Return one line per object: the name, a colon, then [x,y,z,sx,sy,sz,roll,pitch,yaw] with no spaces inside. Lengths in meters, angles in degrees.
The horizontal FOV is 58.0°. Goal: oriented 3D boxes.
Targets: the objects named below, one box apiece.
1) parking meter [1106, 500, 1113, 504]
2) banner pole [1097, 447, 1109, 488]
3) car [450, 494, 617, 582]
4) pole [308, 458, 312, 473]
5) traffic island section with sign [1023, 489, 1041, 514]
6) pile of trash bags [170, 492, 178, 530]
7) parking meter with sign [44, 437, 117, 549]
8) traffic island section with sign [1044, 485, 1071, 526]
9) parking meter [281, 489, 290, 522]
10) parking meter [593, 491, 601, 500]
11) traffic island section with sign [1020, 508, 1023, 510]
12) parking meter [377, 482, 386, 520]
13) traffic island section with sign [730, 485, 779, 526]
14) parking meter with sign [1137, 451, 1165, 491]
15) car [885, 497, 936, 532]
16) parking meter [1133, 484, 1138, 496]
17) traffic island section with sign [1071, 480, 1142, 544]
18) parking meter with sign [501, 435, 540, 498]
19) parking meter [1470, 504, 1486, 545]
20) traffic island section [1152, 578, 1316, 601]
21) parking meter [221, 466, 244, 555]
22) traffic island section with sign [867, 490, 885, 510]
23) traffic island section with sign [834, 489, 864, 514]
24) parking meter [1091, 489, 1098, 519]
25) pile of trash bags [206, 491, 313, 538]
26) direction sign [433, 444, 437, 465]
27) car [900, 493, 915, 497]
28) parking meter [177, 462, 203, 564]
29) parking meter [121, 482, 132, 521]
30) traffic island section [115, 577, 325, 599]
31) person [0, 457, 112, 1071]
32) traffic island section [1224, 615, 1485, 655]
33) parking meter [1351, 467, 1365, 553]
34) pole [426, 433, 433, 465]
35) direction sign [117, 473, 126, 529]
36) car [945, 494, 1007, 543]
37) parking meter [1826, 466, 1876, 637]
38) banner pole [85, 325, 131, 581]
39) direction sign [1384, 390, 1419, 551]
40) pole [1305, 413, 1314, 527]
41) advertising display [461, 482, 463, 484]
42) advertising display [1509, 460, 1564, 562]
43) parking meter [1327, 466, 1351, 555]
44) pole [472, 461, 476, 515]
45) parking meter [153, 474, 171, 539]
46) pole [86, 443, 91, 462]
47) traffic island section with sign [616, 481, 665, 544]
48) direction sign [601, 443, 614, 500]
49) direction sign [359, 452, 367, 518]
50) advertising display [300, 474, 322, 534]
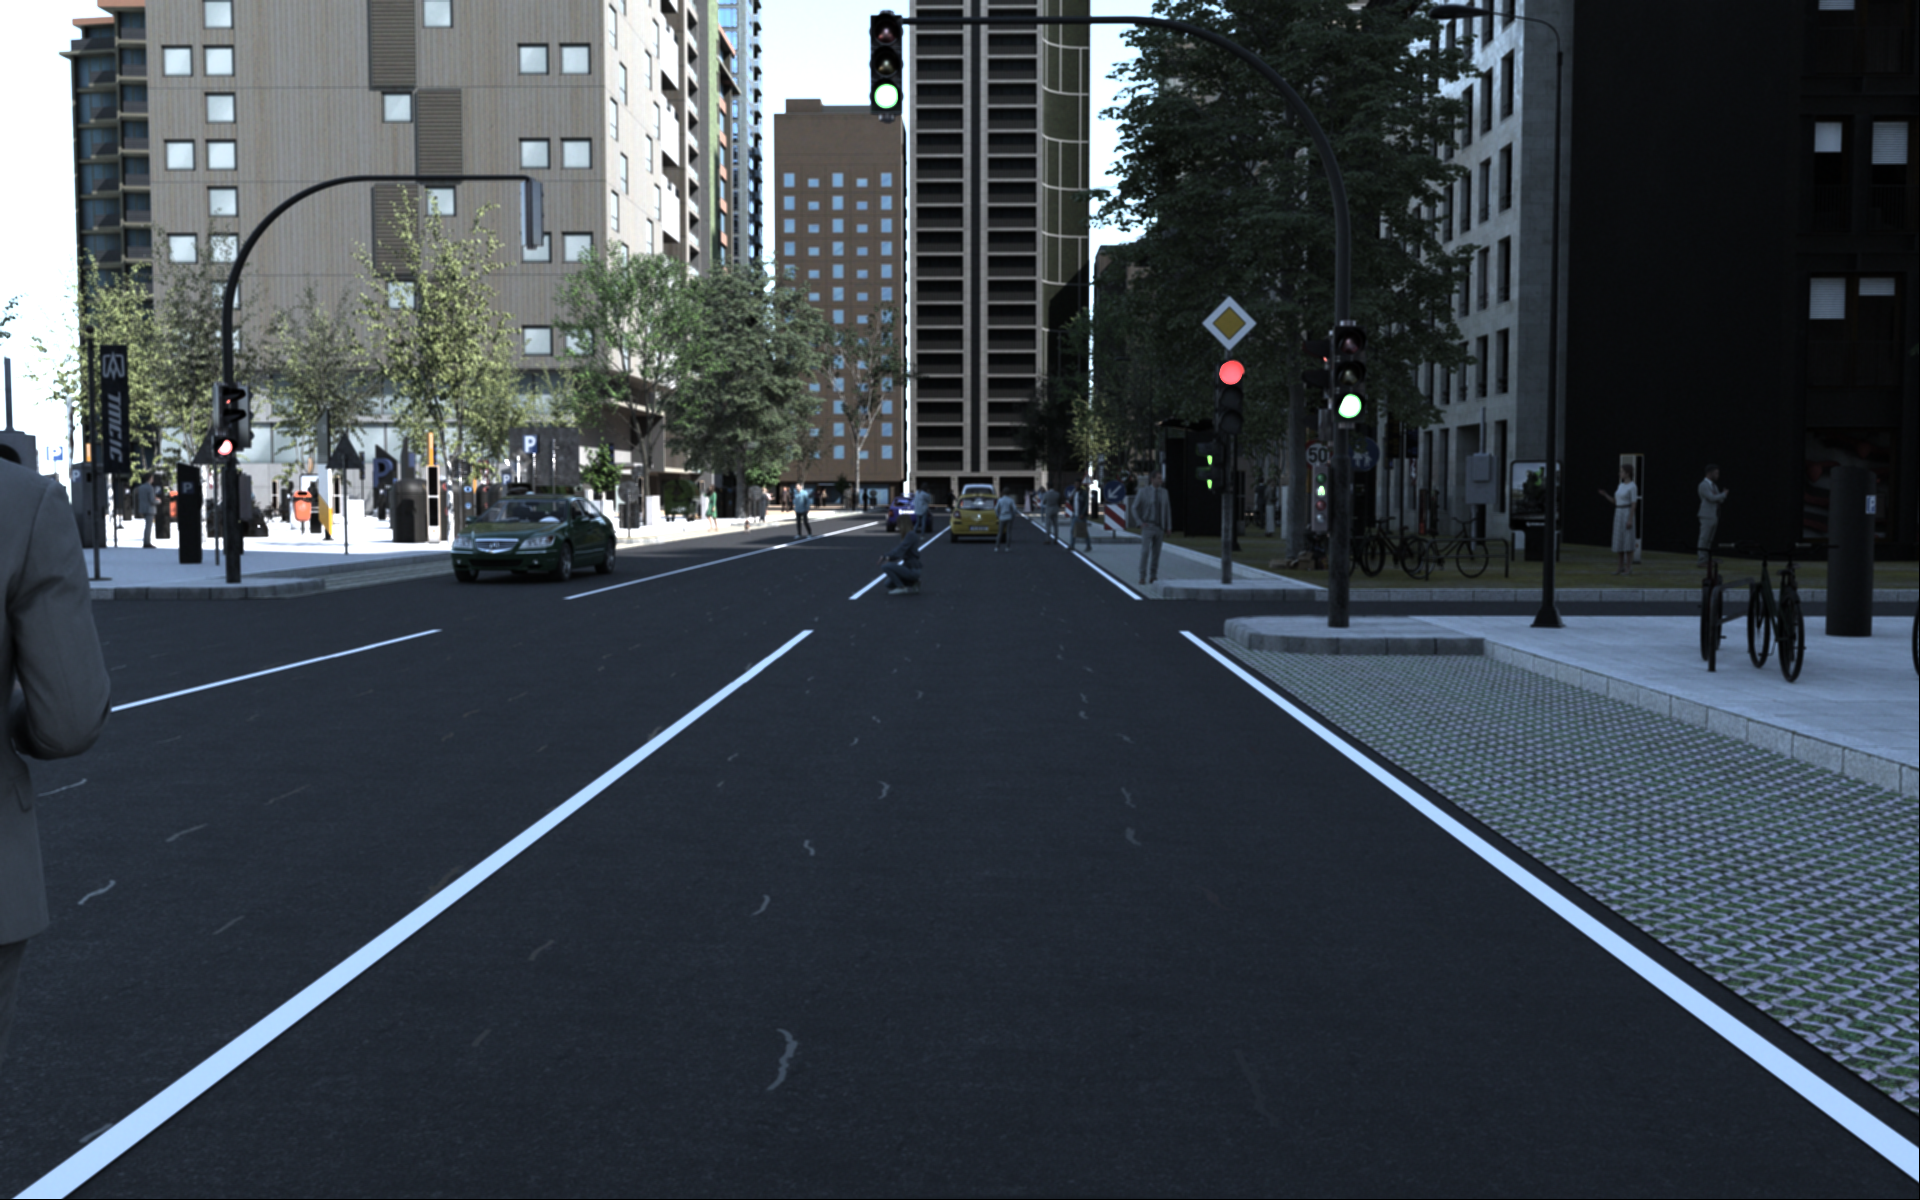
parking meter: [6.551,-4.106,75.538,0.372,1.533,0.369,0,3,0]
banner pole: [7.662,-6.253,92.245,0.863,3.779,0.401,2,4,34]
car: [-7.263,-1.105,29.871,2.131,1.459,4.920,0,4,3]
pole: [-36.797,-6.382,98.190,0.158,3.312,0.155,0,3,0]
traffic island section with sign: [5.834,-7.207,126.467,1.989,1.847,2.006,0,4,1]
pile of trash bags: [-27.119,-3.243,62.779,1.912,1.369,3.447,3,4,38]
parking meter with sign: [-20.708,-2.740,41.058,0.543,3.016,1.738,1,4,19]
traffic island section with sign: [4.879,-4.224,77.687,1.989,1.847,2.006,0,4,1]
parking meter: [-31.326,-4.406,80.441,0.372,1.533,0.369,0,3,0]
parking meter: [-16.826,-4.571,80.450,0.399,1.863,0.255,3,4,38]
traffic island section with sign: [6.362,-8.883,153.859,1.989,1.847,2.006,0,4,1]
parking meter: [-28.725,-4.908,85.962,0.399,1.863,0.255,-2,4,-24]
traffic island section with sign: [-9.149,-4.204,77.369,1.989,1.847,2.006,0,4,1]
parking meter with sign: [7.589,-4.530,70.322,0.543,3.016,1.738,-3,5,-40]
car: [-1.908,-3.270,66.043,1.945,1.354,3.894,0,4,0]
parking meter: [9.808,-5.525,96.046,0.399,1.863,0.255,-2,4,-29]
traffic island section with sign: [4.333,-2.551,50.341,1.989,1.847,2.006,0,4,1]
parking meter with sign: [-12.985,-3.308,50.344,0.543,3.016,1.738,2,4,25]
parking meter: [13.019,-2.148,43.523,0.372,1.533,0.369,0,3,0]
traffic island section: [3.826,-0.150,24.732,2.009,0.180,2.903,0,4,1]
parking meter: [-15.384,-1.893,36.658,0.399,1.863,0.255,-3,5,-42]
traffic island section with sign: [-7.654,-8.893,154.022,1.989,1.847,2.006,0,4,1]
traffic island section with sign: [-8.185,-7.244,127.072,1.989,1.847,2.006,0,4,1]
parking meter: [6.958,-4.958,89.469,0.372,1.533,0.369,0,3,0]
pile of trash bags: [-21.134,-2.566,51.708,3.447,1.369,1.912,-2,4,-26]
direction sign: [-24.031,-5.314,78.883,0.379,3.537,0.876,1,4,10]
car: [-4.479,-8.423,147.315,1.945,1.707,3.694,0,4,1]
parking meter: [-14.214,-1.608,31.994,0.399,1.863,0.255,-1,4,-12]
parking meter: [-39.431,-4.665,81.983,0.255,1.863,0.399,3,4,37]
traffic island section: [-10.513,-0.167,25.018,2.009,0.180,2.903,0,4,1]
person: [-1.520,0.378,2.513,0.606,1.804,0.583,-1,4,-14]
traffic island section: [3.669,0.338,16.749,2.009,0.180,2.903,0,4,1]
parking meter: [8.540,-1.932,37.294,0.255,1.863,0.399,-1,4,-9]
pole: [-17.579,-3.894,57.503,0.158,3.312,0.155,0,3,0]
direction sign: [-30.613,-4.345,63.034,0.876,3.537,0.379,3,4,37]
car: [0.562,-2.577,52.358,2.015,1.641,3.980,0,4,0]
parking meter: [8.069,-0.445,15.685,0.372,1.533,0.369,0,3,0]
banner pole: [-12.635,-2.180,25.652,0.863,3.779,0.401,1,4,13]
direction sign: [9.679,-2.808,37.911,0.876,3.537,0.379,-2,4,-28]
pole: [8.807,-3.044,43.616,0.158,3.312,0.155,0,3,0]
advertising display: [-27.159,-5.446,94.261,0.123,1.923,0.974,0,4,-6]
advertising display: [10.963,-1.698,32.976,0.974,1.923,0.123,3,4,36]
parking meter: [7.969,-1.888,36.588,0.255,1.863,0.399,3,5,45]
pole: [-25.654,-5.975,91.531,0.158,3.312,0.155,0,3,0]
parking meter: [-22.651,-2.659,49.183,0.399,1.863,0.255,1,4,22]
pole: [-35.065,-4.646,69.806,0.158,3.312,0.155,0,3,0]
traffic island section with sign: [-9.687,-2.556,50.419,1.989,1.847,2.006,0,4,1]
direction sign: [-15.749,-5.218,77.314,0.876,3.537,0.379,2,4,34]
direction sign: [-31.941,-6.151,92.572,0.379,3.537,0.876,-2,4,-34]
advertising display: [-20.828,-3.104,55.960,0.974,1.923,0.123,0,4,8]
